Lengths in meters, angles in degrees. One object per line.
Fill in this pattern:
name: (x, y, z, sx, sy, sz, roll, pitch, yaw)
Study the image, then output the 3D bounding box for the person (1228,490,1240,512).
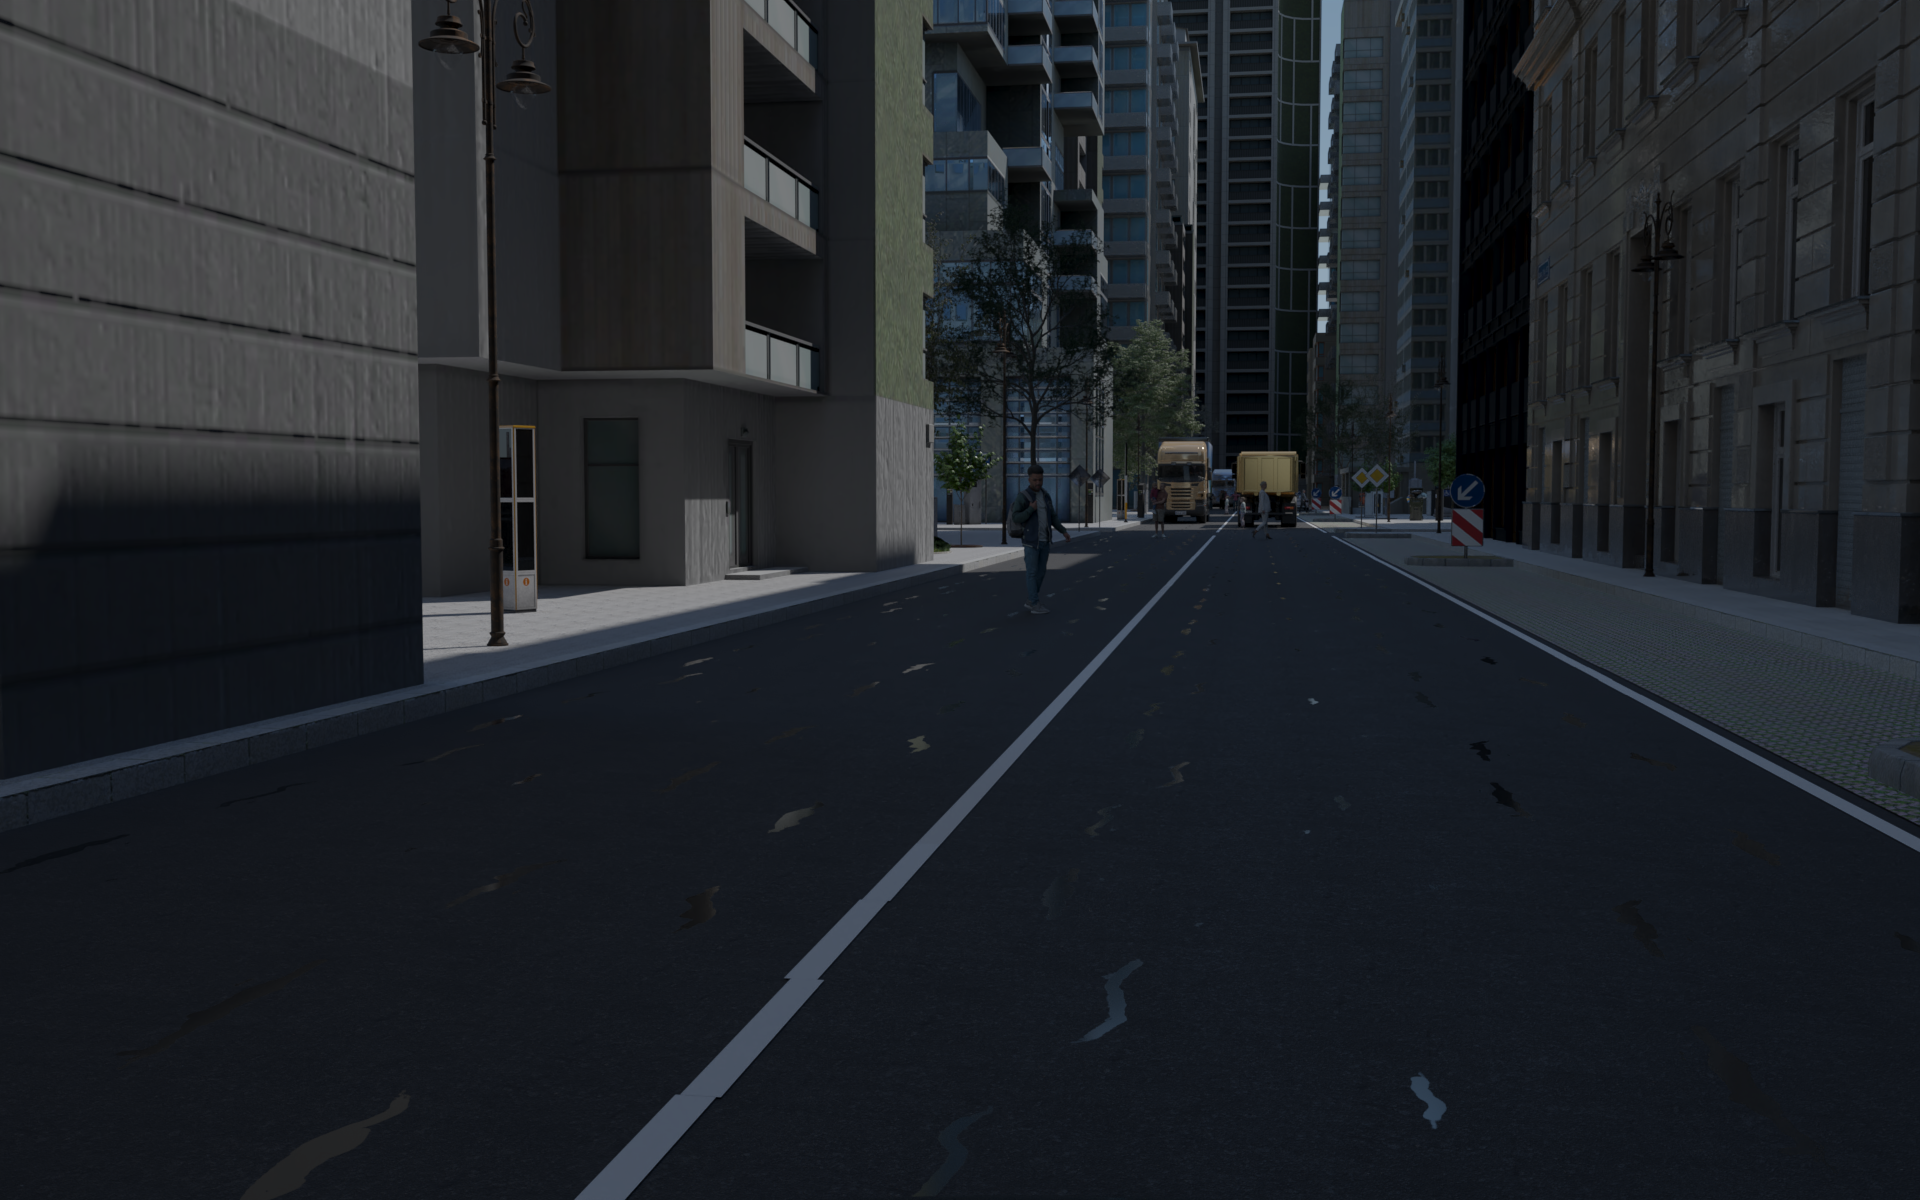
person: (22.634, -8.136, 142.237, 1.217, 1.743, 0.721, 0, 4, 4)

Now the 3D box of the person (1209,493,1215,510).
person: (22.811, -9.131, 157.802, 1.348, 1.822, 0.705, -3, 5, -40)

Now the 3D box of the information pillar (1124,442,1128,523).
information pillar: (7.487, -5.307, 78.125, 0.183, 3.616, 0.504, 0, 4, 3)

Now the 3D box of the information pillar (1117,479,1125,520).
information pillar: (8.089, -5.044, 86.968, 0.304, 2.012, 0.304, 3, 5, 41)

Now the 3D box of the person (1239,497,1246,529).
person: (11.713, -3.616, 71.899, 0.394, 1.301, 0.425, -1, 4, -17)

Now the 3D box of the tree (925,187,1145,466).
tree: (2.066, -7.277, 53.393, 7.601, 10.594, 8.767, 0, 4, -6)

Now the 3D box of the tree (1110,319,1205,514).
tree: (11.971, -11.873, 112.244, 7.486, 12.596, 7.792, 0, 3, 0)

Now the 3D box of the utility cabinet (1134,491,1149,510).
utility cabinet: (14.046, -7.671, 134.092, 1.173, 1.500, 0.318, -1, 4, -21)

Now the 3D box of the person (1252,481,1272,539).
person: (9.579, -2.848, 54.940, 0.818, 1.842, 0.514, -1, 4, -17)

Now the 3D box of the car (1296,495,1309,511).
car: (29.557, -8.525, 151.750, 2.083, 1.381, 4.827, 0, 4, 8)

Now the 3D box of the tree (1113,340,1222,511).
tree: (15.082, -13.719, 134.672, 12.009, 13.543, 11.850, 0, 3, 0)

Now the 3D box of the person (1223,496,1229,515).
person: (18.407, -6.540, 119.705, 0.394, 1.301, 0.425, 0, 4, 6)

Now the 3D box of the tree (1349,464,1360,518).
tree: (22.244, -6.118, 94.636, 1.663, 3.219, 1.824, 0, 3, 0)

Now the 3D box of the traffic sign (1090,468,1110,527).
traffic sign: (5.385, -3.858, 66.718, 0.795, 2.450, 0.064, 1, 4, 10)

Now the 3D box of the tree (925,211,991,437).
tree: (-1.234, -5.846, 45.951, 4.360, 8.622, 3.978, 0, 3, 0)

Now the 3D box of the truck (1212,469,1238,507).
truck: (29.968, -12.555, 195.033, 2.967, 4.110, 18.799, 1, 4, 11)

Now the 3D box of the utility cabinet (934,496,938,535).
utility cabinet: (-1.161, -2.342, 49.450, 1.020, 1.237, 0.306, -1, 4, -21)

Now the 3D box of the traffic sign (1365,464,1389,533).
traffic sign: (13.758, -3.275, 57.189, 0.795, 2.450, 0.064, 1, 4, 10)

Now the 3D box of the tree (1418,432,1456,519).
tree: (25.762, -6.553, 90.848, 4.285, 4.588, 4.351, 0, 3, 0)

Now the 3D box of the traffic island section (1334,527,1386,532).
traffic island section: (15.114, -2.621, 65.136, 2.009, 0.180, 2.903, 1, 4, 10)

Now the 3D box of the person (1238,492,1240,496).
person: (24.088, -8.531, 148.702, 0.721, 1.735, 1.217, 1, 4, 9)

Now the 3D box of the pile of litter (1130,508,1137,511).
pile of litter: (13.429, -7.058, 129.357, 1.176, 0.858, 1.719, -1, 4, -21)

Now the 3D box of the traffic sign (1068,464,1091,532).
traffic sign: (4.054, -3.376, 58.844, 0.795, 2.450, 0.064, 1, 4, 10)

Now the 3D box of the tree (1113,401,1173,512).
tree: (12.932, -10.473, 121.598, 4.360, 8.622, 3.978, 0, 3, 0)

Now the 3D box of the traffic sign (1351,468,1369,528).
traffic sign: (15.089, -3.757, 65.063, 0.795, 2.450, 0.064, 1, 4, 10)

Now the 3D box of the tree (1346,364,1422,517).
tree: (24.022, -9.071, 98.681, 4.360, 8.622, 3.978, 0, 3, 0)

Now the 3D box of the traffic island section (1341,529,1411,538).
traffic island section: (13.782, -2.140, 57.262, 2.009, 0.180, 2.903, 1, 4, 10)

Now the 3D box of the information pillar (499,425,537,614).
information pillar: (-4.797, -0.871, 18.728, 0.304, 2.012, 0.304, 2, 4, 35)

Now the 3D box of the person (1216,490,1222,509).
person: (25.268, -9.727, 167.544, 0.705, 1.823, 1.348, -3, 5, -42)

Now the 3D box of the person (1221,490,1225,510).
person: (24.345, -9.280, 160.366, 0.705, 1.807, 1.348, 0, 4, 1)

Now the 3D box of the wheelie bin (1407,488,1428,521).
wheelie bin: (22.023, -4.621, 83.456, 0.980, 1.594, 0.693, 1, 4, 17)

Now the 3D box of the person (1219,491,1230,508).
person: (24.817, -9.364, 162.322, 1.217, 1.743, 0.721, 3, 4, 37)

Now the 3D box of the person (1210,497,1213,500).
person: (21.265, -8.499, 148.240, 0.721, 1.735, 1.217, 3, 5, 44)

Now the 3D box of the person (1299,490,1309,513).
person: (26.123, -7.495, 131.448, 0.834, 1.777, 0.661, 2, 4, 27)

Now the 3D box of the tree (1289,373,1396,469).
tree: (29.469, -12.093, 132.131, 8.767, 10.594, 7.601, 0, 4, 6)

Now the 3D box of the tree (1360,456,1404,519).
tree: (21.626, -5.723, 88.176, 1.663, 3.219, 1.824, 0, 3, 0)

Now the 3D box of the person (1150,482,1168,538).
person: (6.534, -2.976, 57.128, 0.580, 1.828, 0.573, -1, 4, -12)

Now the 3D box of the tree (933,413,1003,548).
tree: (-0.068, -2.881, 41.701, 1.663, 3.219, 1.824, 0, 3, 0)

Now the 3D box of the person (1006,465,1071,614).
person: (0.908, -0.732, 20.822, 0.721, 1.781, 0.623, 3, 5, 39)
